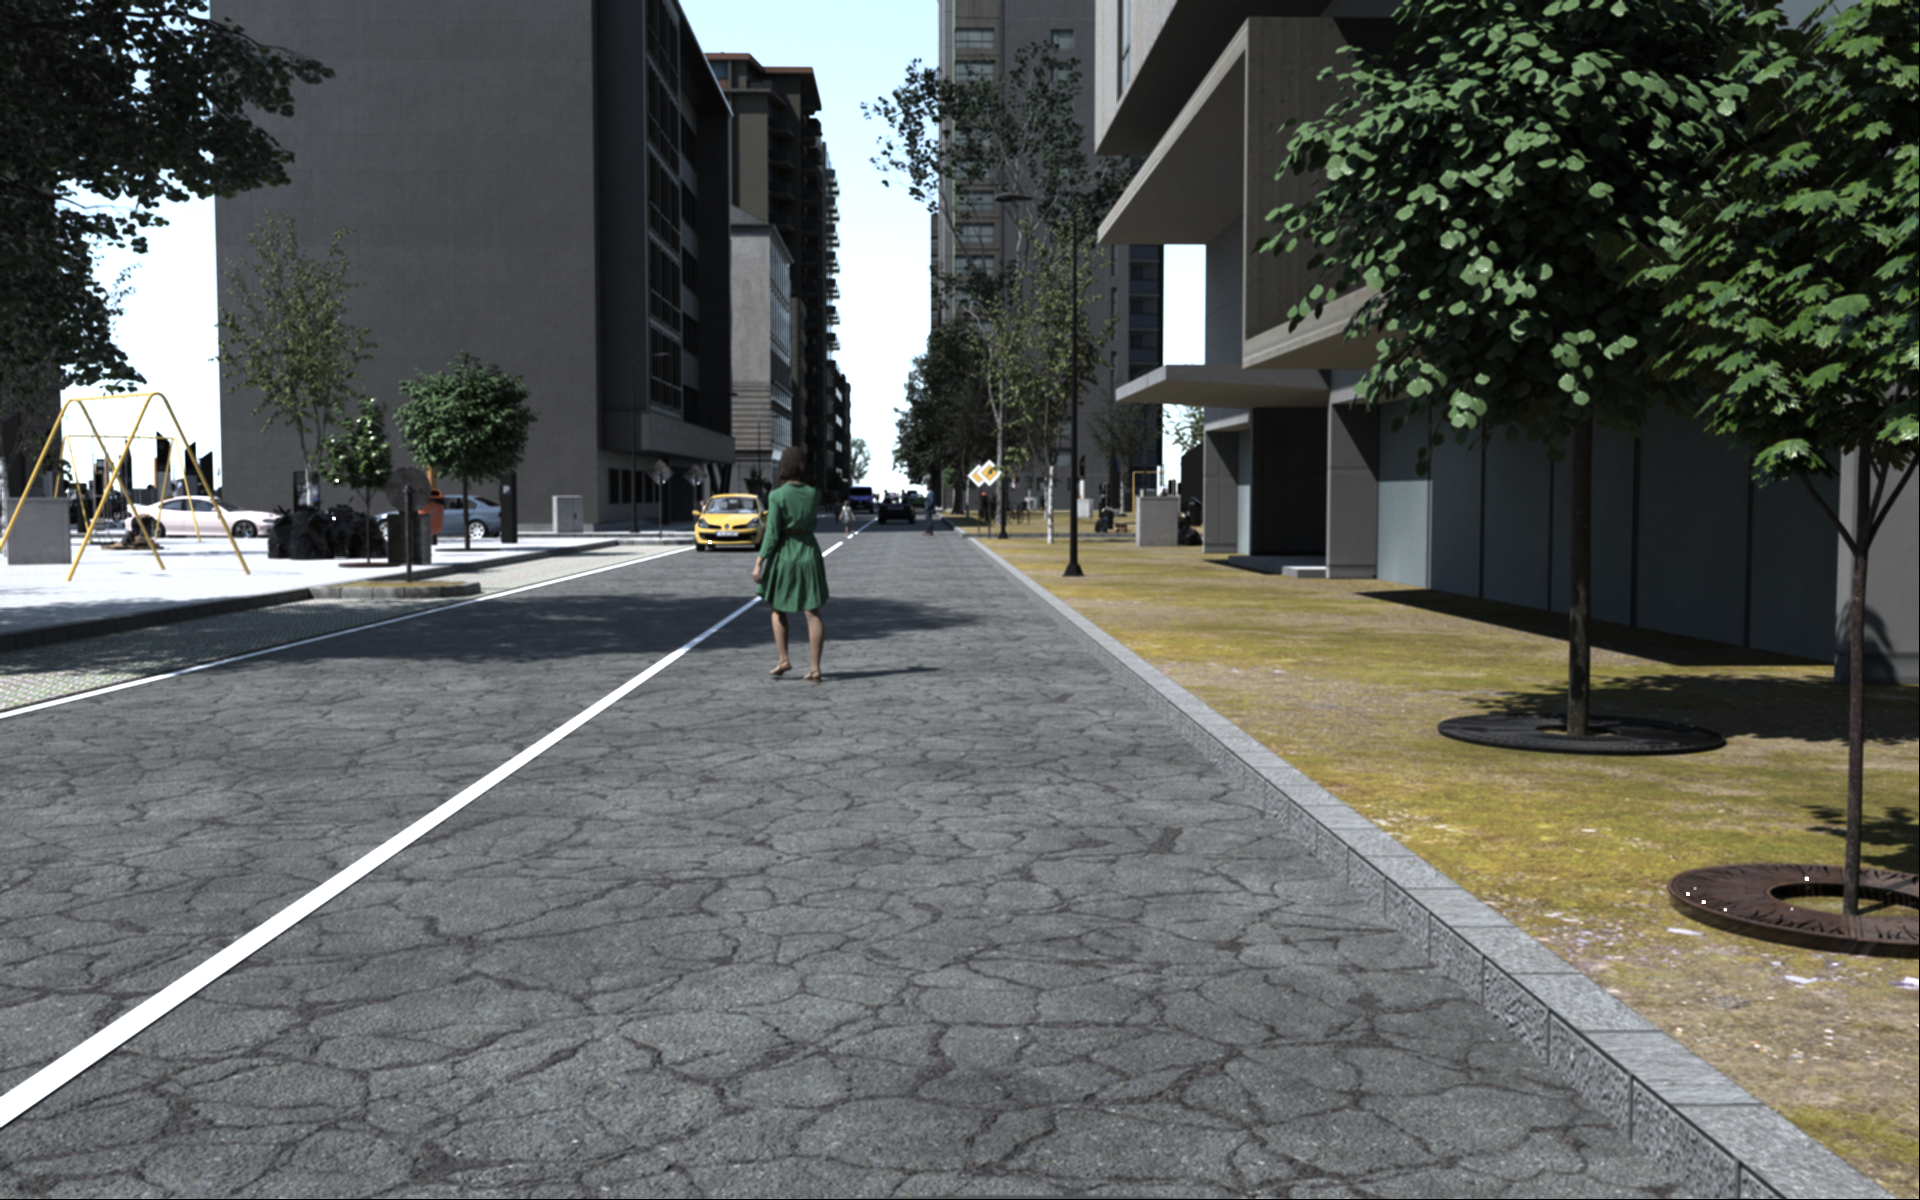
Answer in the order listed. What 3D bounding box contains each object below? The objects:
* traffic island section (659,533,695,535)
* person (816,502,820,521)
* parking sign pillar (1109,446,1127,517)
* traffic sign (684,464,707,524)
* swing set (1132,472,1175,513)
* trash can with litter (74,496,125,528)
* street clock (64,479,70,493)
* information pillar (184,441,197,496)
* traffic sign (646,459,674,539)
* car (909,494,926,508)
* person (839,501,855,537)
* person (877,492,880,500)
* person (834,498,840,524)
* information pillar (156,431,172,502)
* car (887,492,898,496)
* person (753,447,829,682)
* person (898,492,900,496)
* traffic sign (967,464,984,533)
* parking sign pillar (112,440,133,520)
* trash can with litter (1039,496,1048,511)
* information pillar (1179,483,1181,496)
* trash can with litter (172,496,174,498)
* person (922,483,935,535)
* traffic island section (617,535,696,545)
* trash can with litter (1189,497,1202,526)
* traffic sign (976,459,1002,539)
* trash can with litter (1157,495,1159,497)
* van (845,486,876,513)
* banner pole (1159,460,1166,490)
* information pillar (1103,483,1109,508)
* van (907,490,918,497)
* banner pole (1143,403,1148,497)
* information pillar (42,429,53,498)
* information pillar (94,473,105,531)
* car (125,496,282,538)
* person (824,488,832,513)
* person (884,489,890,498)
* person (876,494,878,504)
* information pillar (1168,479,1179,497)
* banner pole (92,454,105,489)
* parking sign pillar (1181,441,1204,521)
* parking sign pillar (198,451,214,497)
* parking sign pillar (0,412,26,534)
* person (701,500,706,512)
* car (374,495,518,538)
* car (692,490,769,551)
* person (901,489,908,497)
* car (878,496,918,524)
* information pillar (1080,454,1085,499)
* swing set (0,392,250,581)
[{"bbox_3d":[-8.789,-2.153,57.475,2.009,0.180,2.903,0,4,-2],"label":"traffic island section"},{"bbox_3d":[-7.426,-4.828,87.556,0.853,1.813,0.709,3,5,40],"label":"person"},{"bbox_3d":[8.660,-6.647,97.144,1.447,3.967,1.447,0,4,-3],"label":"parking sign pillar"},{"bbox_3d":[-8.766,-3.289,57.414,0.795,2.450,0.064,0,4,-2],"label":"traffic sign"},{"bbox_3d":[13.484,-7.591,121.731,3.119,2.851,2.862,0,4,3],"label":"swing set"},{"bbox_3d":[-32.832,-3.390,66.484,2.233,1.210,1.678,-2,4,-31],"label":"trash can with litter"},{"bbox_3d":[-43.922,-4.916,84.954,0.471,2.002,0.358,-1,4,-16],"label":"street clock"},{"bbox_3d":[-33.720,-5.177,75.997,0.504,3.616,0.183,0,4,-7],"label":"information pillar"},{"bbox_3d":[-8.550,-2.801,49.431,0.795,2.450,0.064,0,4,-2],"label":"traffic sign"},{"bbox_3d":[-4.477,-10.387,178.625,1.959,1.807,4.718,0,4,-3],"label":"car"},{"bbox_3d":[-3.785,-2.727,58.096,0.505,1.210,0.382,-2,4,-35],"label":"person"},{"bbox_3d":[-13.078,-16.326,276.145,0.721,1.735,1.217,3,5,40],"label":"person"},{"bbox_3d":[-5.854,-4.250,82.676,0.352,1.250,0.332,1,4,16],"label":"person"},{"bbox_3d":[-29.491,-4.453,64.155,0.183,3.616,0.504,3,5,41],"label":"information pillar"},{"bbox_3d":[-11.373,-17.152,289.100,2.281,1.827,5.304,0,4,-3],"label":"car"},{"bbox_3d":[-1.268,-0.279,13.308,0.600,1.795,0.529,-3,5,-41],"label":"person"},{"bbox_3d":[-9.607,-15.865,268.614,0.721,1.743,1.217,0,4,7],"label":"person"},{"bbox_3d":[0.625,-3.303,57.647,0.795,2.450,0.064,0,4,-2],"label":"traffic sign"},{"bbox_3d":[-40.984,-5.911,85.113,1.447,3.967,1.447,-2,4,-33],"label":"parking sign pillar"},{"bbox_3d":[6.283,-7.235,129.685,0.624,1.170,1.055,1,4,18],"label":"trash can with litter"},{"bbox_3d":[13.997,-6.452,109.989,0.304,2.012,0.304,3,4,38],"label":"information pillar"},{"bbox_3d":[-41.374,-4.907,91.283,2.233,1.210,1.678,0,4,8],"label":"trash can with litter"},{"bbox_3d":[-1.064,-3.156,60.278,0.419,1.800,0.721,-1,4,-13],"label":"person"},{"bbox_3d":[-8.573,-1.664,49.492,2.009,0.180,2.903,0,4,-2],"label":"traffic island section"},{"bbox_3d":[9.635,-3.528,69.074,1.055,1.170,0.624,1,4,9],"label":"trash can with litter"},{"bbox_3d":[0.842,-2.815,49.665,0.795,2.450,0.064,0,4,-2],"label":"traffic sign"},{"bbox_3d":[14.821,-7.349,131.208,1.678,1.210,2.233,-2,4,-33],"label":"trash can with litter"},{"bbox_3d":[-7.413,-7.668,129.754,2.240,2.365,5.245,0,4,-2],"label":"van"},{"bbox_3d":[15.071,-8.485,128.748,0.401,3.779,0.863,-2,4,-32],"label":"banner pole"},{"bbox_3d":[9.913,-6.894,117.205,0.304,2.012,0.304,-3,5,-44],"label":"information pillar"},{"bbox_3d":[-7.817,-17.035,282.904,2.240,2.365,5.245,0,4,-2],"label":"van"},{"bbox_3d":[5.082,-3.522,47.597,0.401,3.779,0.863,0,4,6],"label":"banner pole"},{"bbox_3d":[-32.851,-4.343,62.363,0.504,3.616,0.183,2,4,33],"label":"information pillar"},{"bbox_3d":[-30.062,-3.426,60.502,0.304,2.012,0.304,-2,4,-27],"label":"information pillar"},{"bbox_3d":[-23.295,-2.529,53.714,4.827,1.381,2.083,0,4,0],"label":"car"},{"bbox_3d":[-9.989,-7.513,130.697,0.648,1.900,0.474,1,4,9],"label":"person"},{"bbox_3d":[-5.390,-7.255,127.472,0.721,1.781,0.623,-2,4,-24],"label":"person"},{"bbox_3d":[-11.747,-14.166,243.375,0.557,1.426,1.065,1,4,22],"label":"person"},{"bbox_3d":[10.672,-5.057,87.180,0.304,2.012,0.304,3,5,43],"label":"information pillar"},{"bbox_3d":[-53.775,-7.219,108.053,0.863,3.779,0.401,-1,4,-9],"label":"banner pole"},{"bbox_3d":[11.360,-5.833,83.844,1.447,3.967,1.447,1,4,22],"label":"parking sign pillar"},{"bbox_3d":[-46.753,-7.238,106.810,1.447,3.967,1.447,3,4,37],"label":"parking sign pillar"},{"bbox_3d":[-31.353,-4.172,56.690,1.447,3.967,1.447,-1,4,-8],"label":"parking sign pillar"},{"bbox_3d":[-8.856,-2.868,60.408,0.382,1.210,0.505,-2,4,-27],"label":"person"},{"bbox_3d":[-16.146,-2.576,54.114,4.499,1.417,2.014,0,4,0],"label":"car"},{"bbox_3d":[-5.807,-2.099,44.540,2.015,1.641,3.980,0,4,-2],"label":"car"},{"bbox_3d":[-4.004,-7.061,124.302,0.623,1.781,0.721,1,4,13],"label":"person"},{"bbox_3d":[-3.046,-4.372,84.062,1.945,1.354,3.894,0,4,0],"label":"car"},{"bbox_3d":[7.202,-6.764,101.953,0.183,3.616,0.504,-2,4,-24],"label":"information pillar"},{"bbox_3d":[-13.254,-1.817,27.331,3.119,2.851,2.862,3,5,39],"label":"swing set"}]
